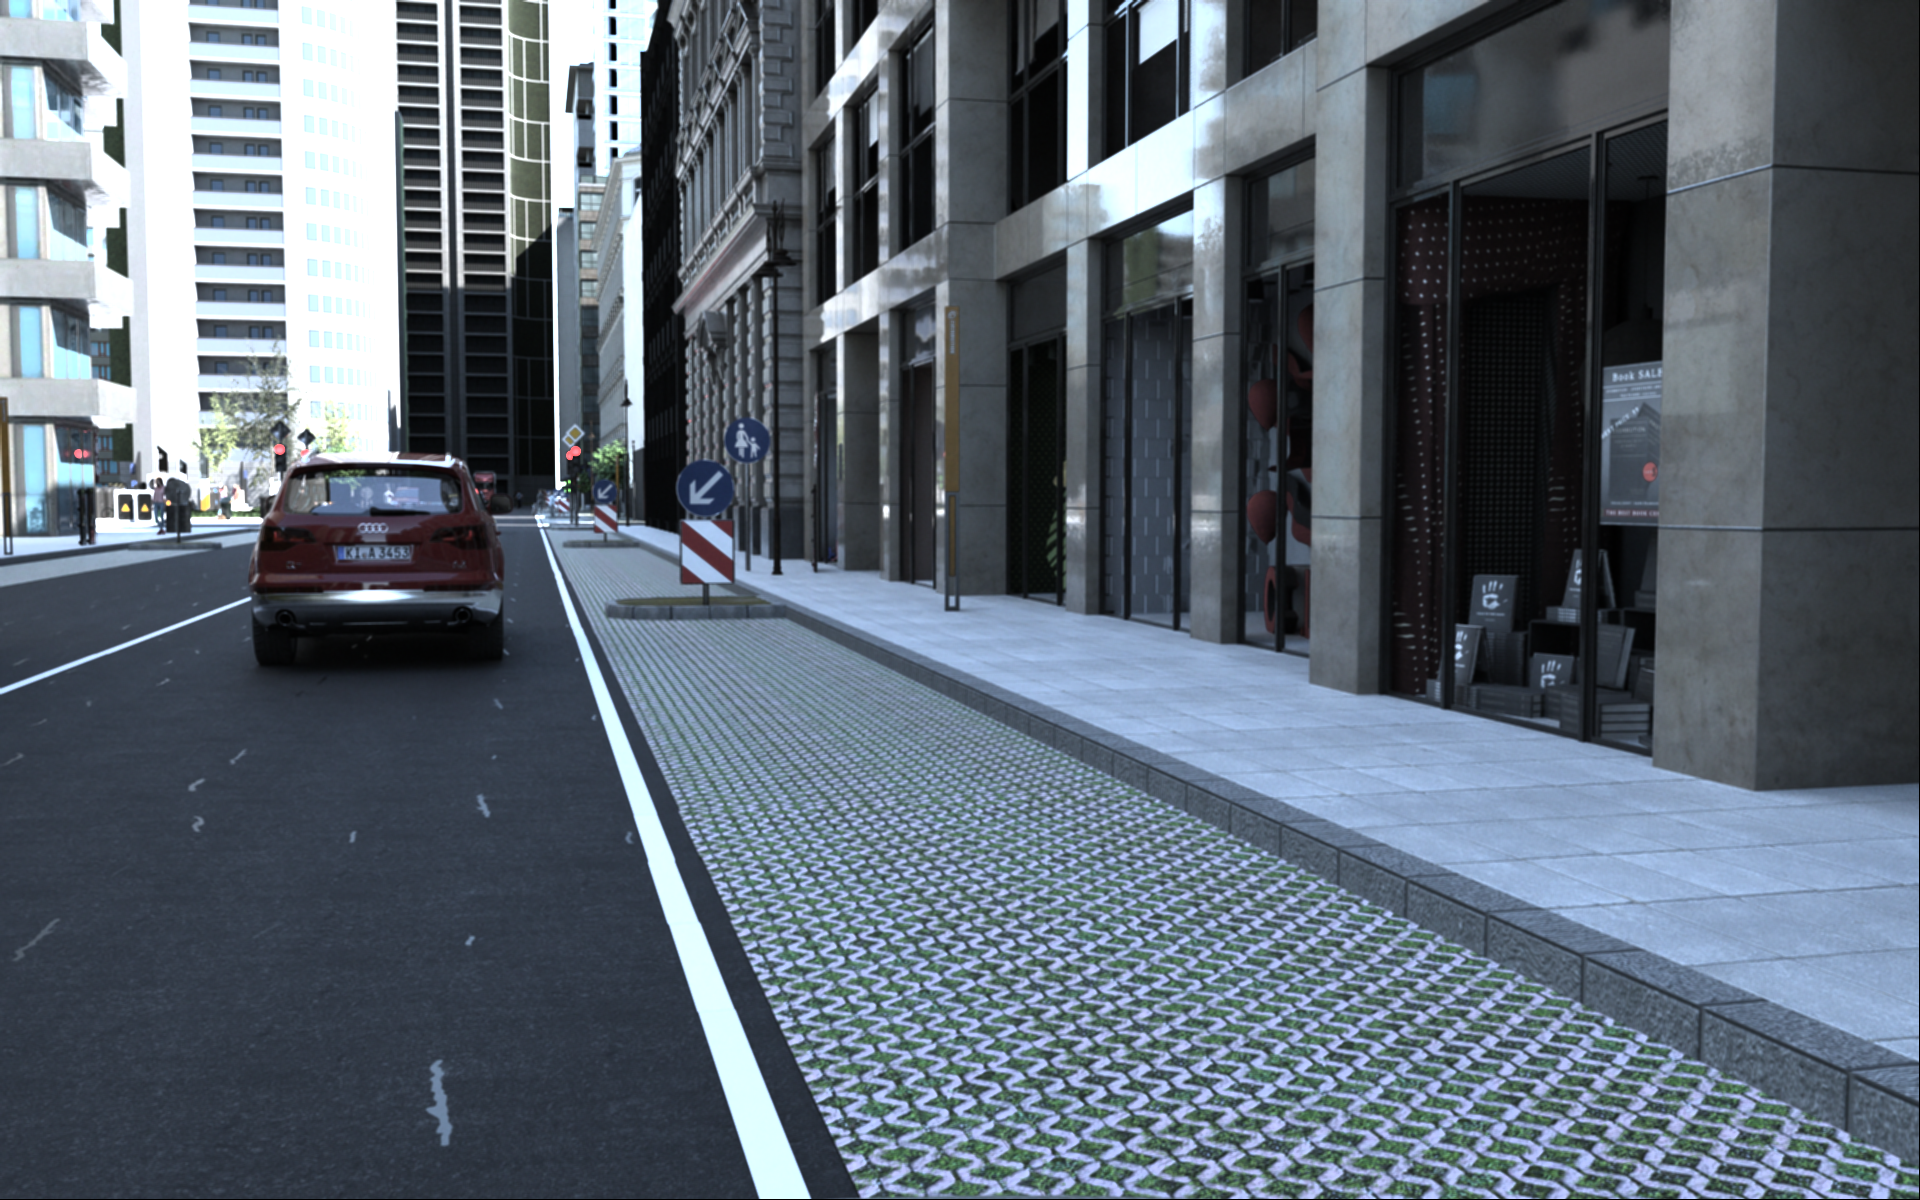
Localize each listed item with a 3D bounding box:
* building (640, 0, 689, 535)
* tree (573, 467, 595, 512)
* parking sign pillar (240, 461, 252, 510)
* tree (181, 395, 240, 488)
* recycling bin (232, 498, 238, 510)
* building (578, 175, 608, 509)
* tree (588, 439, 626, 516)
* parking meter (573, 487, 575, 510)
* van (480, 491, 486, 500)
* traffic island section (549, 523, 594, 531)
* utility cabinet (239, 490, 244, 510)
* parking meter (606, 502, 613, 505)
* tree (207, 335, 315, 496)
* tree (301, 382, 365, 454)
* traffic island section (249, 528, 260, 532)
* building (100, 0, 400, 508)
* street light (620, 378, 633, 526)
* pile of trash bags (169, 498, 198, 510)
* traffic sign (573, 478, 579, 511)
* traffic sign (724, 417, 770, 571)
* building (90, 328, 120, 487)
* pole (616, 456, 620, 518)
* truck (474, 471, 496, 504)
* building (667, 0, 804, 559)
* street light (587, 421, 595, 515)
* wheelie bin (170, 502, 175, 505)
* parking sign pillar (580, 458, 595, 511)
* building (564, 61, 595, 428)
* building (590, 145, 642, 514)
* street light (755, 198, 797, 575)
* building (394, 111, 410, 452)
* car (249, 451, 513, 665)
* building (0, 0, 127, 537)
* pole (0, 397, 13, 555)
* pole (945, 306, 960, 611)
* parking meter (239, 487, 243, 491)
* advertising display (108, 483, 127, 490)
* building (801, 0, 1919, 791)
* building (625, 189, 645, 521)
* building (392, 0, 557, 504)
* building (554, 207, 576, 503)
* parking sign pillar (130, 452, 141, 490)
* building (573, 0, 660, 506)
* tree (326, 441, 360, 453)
[{"bbox_3d":[-4.654,-14.213,62.062,12.332,23.373,15.834,-1,4,-14],"label":"building"},{"bbox_3d":[-26.728,-7.834,122.681,1.663,3.219,1.824,0,3,0],"label":"tree"},{"bbox_3d":[-58.543,-9.361,141.518,1.447,3.967,1.447,-2,4,-28],"label":"parking sign pillar"},{"bbox_3d":[-53.862,-10.715,125.546,4.737,8.622,4.395,0,3,0],"label":"tree"},{"bbox_3d":[-51.345,-6.720,122.421,0.722,1.027,0.722,3,4,36],"label":"recycling bin"},{"bbox_3d":[-28.172,-23.790,160.666,14.160,30.474,14.107,-1,4,-14],"label":"building"},{"bbox_3d":[-20.218,-7.234,101.984,4.285,4.588,4.351,0,3,0],"label":"tree"},{"bbox_3d":[-31.381,-8.262,140.798,0.255,1.863,0.399,-3,5,-42],"label":"parking meter"},{"bbox_3d":[-57.211,-12.118,205.140,2.013,2.044,4.112,-1,4,-16],"label":"van"},{"bbox_3d":[-15.258,-2.858,69.009,2.009,0.180,2.903,-1,4,-14],"label":"traffic island section"},{"bbox_3d":[-43.748,-5.916,105.397,0.318,1.500,1.173,-1,4,-22],"label":"utility cabinet"},{"bbox_3d":[-16.216,-4.381,80.045,0.372,1.533,0.369,0,3,0],"label":"parking meter"},{"bbox_3d":[-31.870,-7.887,79.315,4.360,8.622,3.978,0,3,0],"label":"tree"},{"bbox_3d":[-40.777,-9.962,113.246,4.737,8.622,4.395,0,3,0],"label":"tree"},{"bbox_3d":[-25.974,-2.696,66.356,2.009,0.180,2.903,-1,4,-14],"label":"traffic island section"},{"bbox_3d":[-62.965,-37.571,156.289,21.231,58.520,28.212,-1,4,-14],"label":"building"},{"bbox_3d":[-13.251,-5.879,68.903,0.468,5.910,1.993,-1,4,-14],"label":"street light"},{"bbox_3d":[-46.833,-5.817,104.860,3.447,1.369,1.912,1,4,10],"label":"pile of trash bags"},{"bbox_3d":[-27.790,-7.711,126.178,0.768,2.556,0.104,-1,4,-10],"label":"traffic sign"},{"bbox_3d":[-3.540,-1.759,28.858,0.768,2.556,0.104,0,4,-5],"label":"traffic sign"},{"bbox_3d":[-106.896,-21.433,195.471,28.899,21.520,27.650,-1,4,-14],"label":"building"},{"bbox_3d":[-18.165,-6.000,91.949,0.158,3.312,0.155,0,3,0],"label":"pole"},{"bbox_3d":[-59.076,-13.855,215.441,2.839,4.237,11.283,-1,4,-14],"label":"truck"},{"bbox_3d":[-1.332,-13.117,43.348,11.050,23.489,19.941,-1,4,-14],"label":"building"},{"bbox_3d":[-22.959,-8.267,107.946,0.468,5.910,1.993,-1,4,-14],"label":"street light"},{"bbox_3d":[-48.554,-6.067,107.105,0.980,1.594,0.693,1,4,11],"label":"wheelie bin"},{"bbox_3d":[-28.173,-8.757,131.645,1.447,3.967,1.447,0,4,4],"label":"parking sign pillar"},{"bbox_3d":[-33.172,-38.100,212.177,28.713,52.752,27.495,-1,4,-14],"label":"building"},{"bbox_3d":[-18.337,-21.661,130.571,17.030,29.872,44.131,-1,4,-14],"label":"building"},{"bbox_3d":[-2.911,-3.341,27.407,0.468,5.910,1.993,-1,4,-14],"label":"street light"},{"bbox_3d":[-64.702,-30.247,178.137,14.154,41.232,14.086,-1,4,-14],"label":"building"},{"bbox_3d":[-5.355,-0.463,16.249,2.281,1.827,5.304,-1,4,-16],"label":"car"},{"bbox_3d":[-40.474,-26.135,46.915,30.456,49.044,23.786,-1,4,-14],"label":"building"},{"bbox_3d":[-20.149,-2.614,36.578,0.158,3.312,0.155,0,3,0],"label":"pole"},{"bbox_3d":[-0.087,-1.535,18.945,0.158,3.312,0.155,0,3,0],"label":"pole"},{"bbox_3d":[-56.225,-7.934,135.433,0.399,1.863,0.255,0,4,-1],"label":"parking meter"},{"bbox_3d":[-47.238,-5.622,97.140,0.974,1.923,0.123,-1,4,-12],"label":"advertising display"},{"bbox_3d":[10.427,-13.074,18.276,19.350,26.468,34.151,-1,4,-14],"label":"building"},{"bbox_3d":[-7.913,-13.461,87.535,16.811,18.784,16.820,-1,4,-14],"label":"building"},{"bbox_3d":[-66.577,-48.949,238.575,20.611,71.187,20.563,-1,4,-14],"label":"building"},{"bbox_3d":[-48.673,-34.041,240.159,14.086,41.232,14.154,-1,4,-14],"label":"building"},{"bbox_3d":[-51.952,-7.384,109.205,1.447,3.967,1.447,-1,4,-16],"label":"parking sign pillar"},{"bbox_3d":[-29.391,-53.161,181.850,22.319,86.520,31.000,-1,4,-14],"label":"building"},{"bbox_3d":[-37.884,-7.478,105.985,4.285,4.588,4.351,0,3,0],"label":"tree"}]
